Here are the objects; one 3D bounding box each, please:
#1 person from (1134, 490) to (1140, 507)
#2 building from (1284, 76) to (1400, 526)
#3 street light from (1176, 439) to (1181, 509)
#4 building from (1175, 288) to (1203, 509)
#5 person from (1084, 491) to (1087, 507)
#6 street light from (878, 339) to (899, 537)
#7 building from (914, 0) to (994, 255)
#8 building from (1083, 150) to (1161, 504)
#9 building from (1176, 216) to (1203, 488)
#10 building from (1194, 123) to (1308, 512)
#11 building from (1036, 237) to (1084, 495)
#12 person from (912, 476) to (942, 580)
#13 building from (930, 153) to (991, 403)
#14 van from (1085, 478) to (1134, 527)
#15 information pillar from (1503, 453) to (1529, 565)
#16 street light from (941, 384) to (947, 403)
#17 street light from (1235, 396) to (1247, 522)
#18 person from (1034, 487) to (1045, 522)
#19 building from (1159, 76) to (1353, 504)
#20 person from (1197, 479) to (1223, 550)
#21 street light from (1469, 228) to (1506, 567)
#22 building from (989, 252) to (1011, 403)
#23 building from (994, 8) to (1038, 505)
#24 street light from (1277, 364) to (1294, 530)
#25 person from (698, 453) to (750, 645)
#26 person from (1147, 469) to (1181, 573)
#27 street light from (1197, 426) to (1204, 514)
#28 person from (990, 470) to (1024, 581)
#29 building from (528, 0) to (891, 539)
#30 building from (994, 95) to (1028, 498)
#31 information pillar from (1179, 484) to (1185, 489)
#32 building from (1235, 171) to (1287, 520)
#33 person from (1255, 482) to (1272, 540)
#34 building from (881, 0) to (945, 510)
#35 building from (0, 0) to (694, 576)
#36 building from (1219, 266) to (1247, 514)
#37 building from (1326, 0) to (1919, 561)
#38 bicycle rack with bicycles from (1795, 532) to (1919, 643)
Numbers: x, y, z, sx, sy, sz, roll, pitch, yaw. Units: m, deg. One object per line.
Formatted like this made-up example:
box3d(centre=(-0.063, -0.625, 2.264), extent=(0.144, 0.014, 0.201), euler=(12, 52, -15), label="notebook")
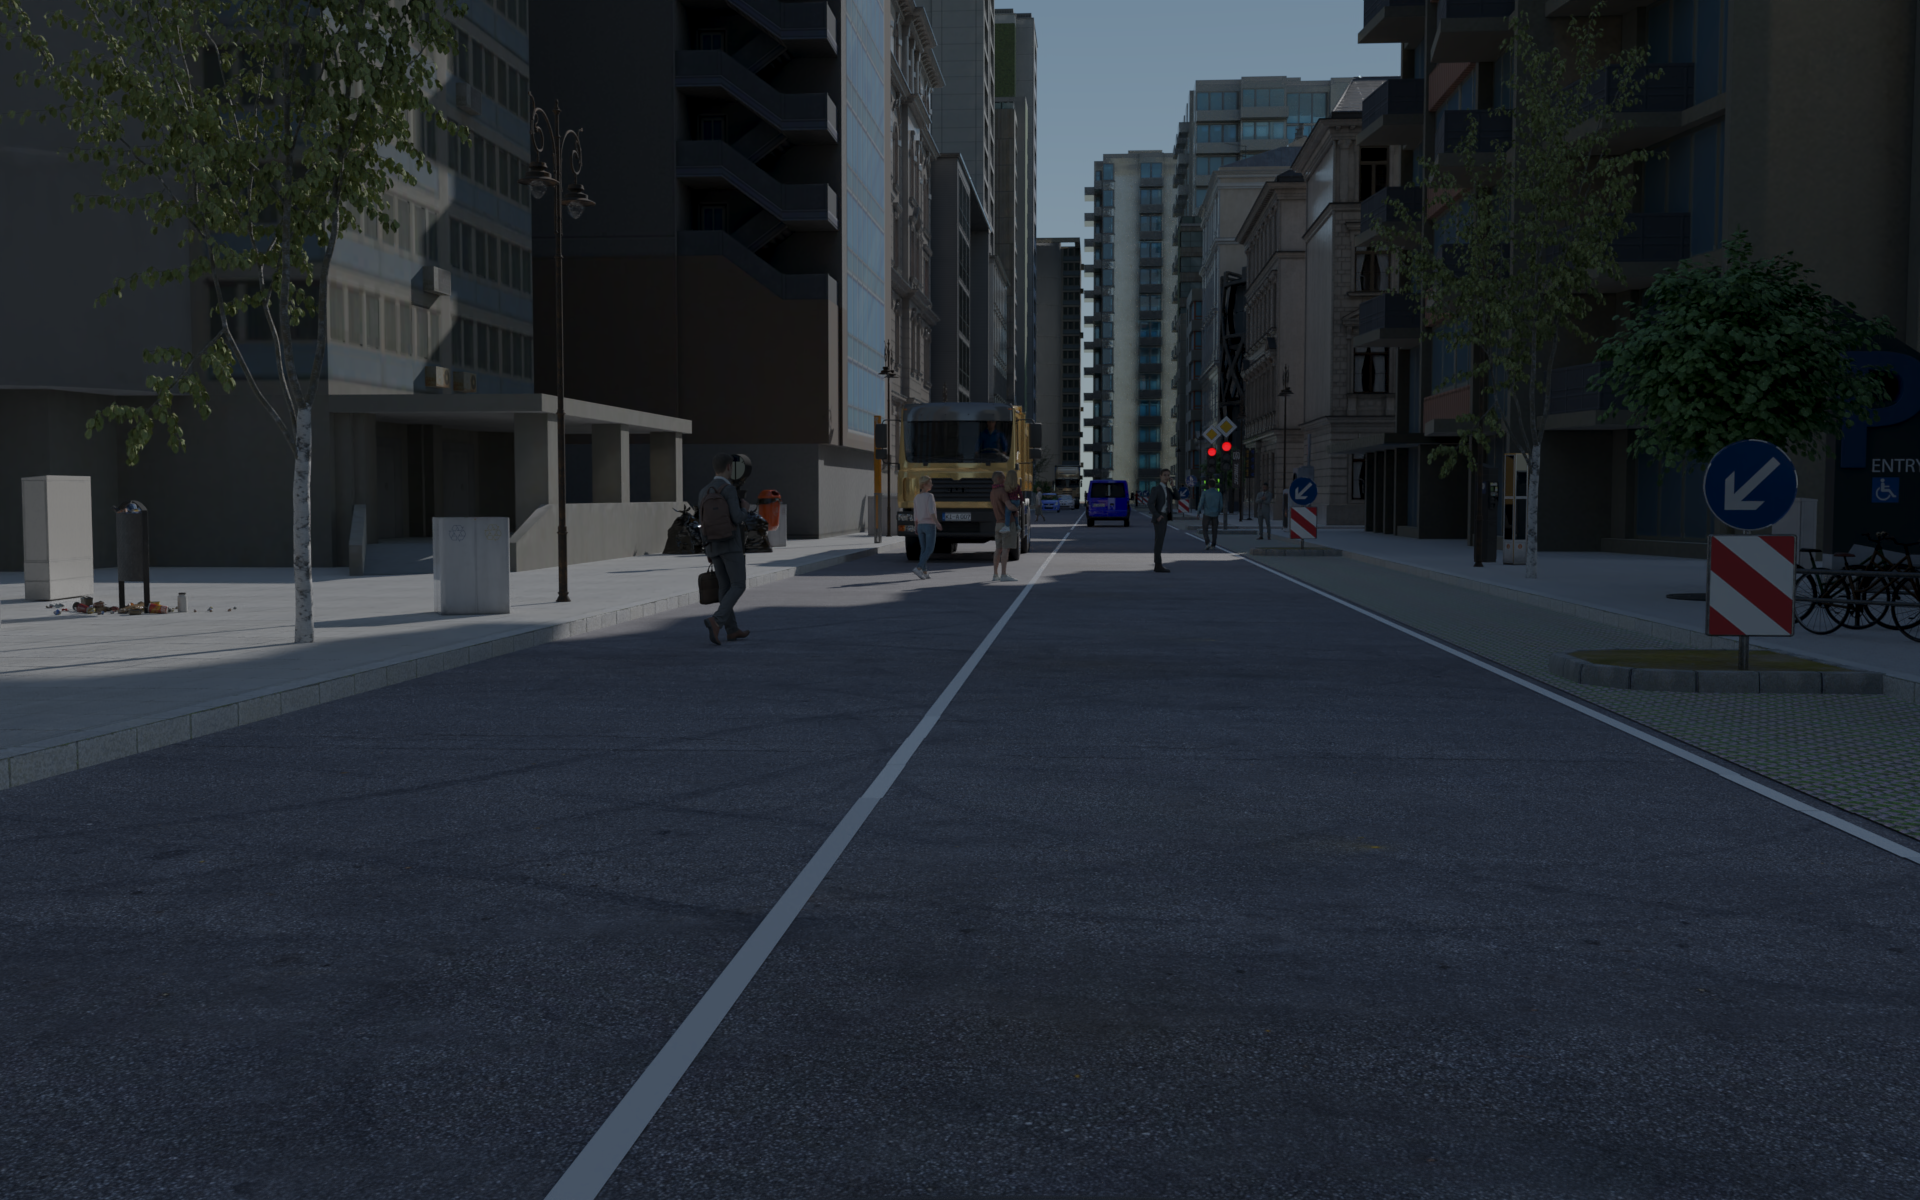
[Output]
box3d(centre=(19.763, -11.358, 194.143), extent=(0.705, 1.831, 1.348), euler=(3, 5, 43), label="person")
box3d(centre=(24.361, -12.808, 74.039), extent=(19.286, 19.102, 10.561), euler=(0, 4, 5), label="building")
box3d(centre=(18.170, -10.477, 144.084), extent=(0.468, 5.910, 1.993), euler=(0, 4, 5), label="street light")
box3d(centre=(34.381, -19.209, 159.105), extent=(27.650, 21.520, 28.899), euler=(0, 4, 5), label="building")
box3d(centre=(14.267, -11.487, 196.332), extent=(0.705, 1.822, 1.348), euler=(-1, 4, -11), label="person")
box3d(centre=(-2.131, -4.834, 51.829), extent=(0.468, 5.910, 1.993), euler=(0, 4, 5), label="street light")
box3d(centre=(-5.164, -43.885, 155.765), extent=(20.563, 71.187, 20.611), euler=(0, 4, 5), label="building")
box3d(centre=(32.456, -37.944, 239.995), extent=(30.456, 49.044, 23.786), euler=(0, 4, 5), label="building")
box3d(centre=(29.714, -25.055, 181.349), extent=(14.160, 30.474, 14.107), euler=(0, 4, 5), label="building")
box3d(centre=(25.551, -21.304, 134.228), extent=(13.634, 28.700, 20.117), euler=(0, 4, 5), label="building")
box3d(centre=(5.529, -33.896, 246.074), extent=(23.993, 40.220, 32.217), euler=(0, 4, 5), label="building")
box3d(centre=(-0.589, -1.218, 29.080), extent=(0.731, 1.740, 0.598), euler=(3, 4, 36), label="person")
box3d(centre=(-6.014, -17.846, 110.853), extent=(14.314, 24.678, 30.058), euler=(0, 4, 5), label="building")
box3d(centre=(6.633, -4.449, 77.131), extent=(2.240, 2.365, 5.245), euler=(0, 4, 6), label="van")
box3d(centre=(10.041, -1.640, 31.299), extent=(0.304, 2.012, 0.304), euler=(-1, 4, -21), label="information pillar")
box3d(centre=(-0.615, -6.024, 71.275), extent=(0.468, 5.910, 1.993), euler=(0, 4, 5), label="street light")
box3d(centre=(13.057, -6.582, 80.409), extent=(0.468, 5.910, 1.993), euler=(0, 4, 5), label="street light")
box3d(centre=(4.167, -4.986, 90.253), extent=(0.641, 1.798, 0.478), euler=(3, 4, 38), label="person")
box3d(centre=(36.258, -35.655, 202.572), extent=(23.786, 49.044, 30.456), euler=(0, 4, 5), label="building")
box3d(centre=(6.459, -2.210, 44.651), extent=(0.660, 1.820, 0.620), euler=(-1, 4, -8), label="person")
box3d(centre=(9.143, -3.521, 30.360), extent=(0.468, 5.910, 1.993), euler=(0, 4, 5), label="street light")
box3d(centre=(-1.430, -17.478, 134.915), extent=(9.793, 20.994, 18.267), euler=(0, 4, 5), label="building")
box3d(centre=(-4.853, -40.909, 210.857), extent=(28.212, 58.520, 21.231), euler=(0, 4, 5), label="building")
box3d(centre=(11.575, -5.438, 61.701), extent=(0.468, 5.910, 1.993), euler=(0, 4, 5), label="street light")
box3d(centre=(-2.299, -0.505, 16.713), extent=(0.622, 1.834, 0.822), euler=(2, 4, 32), label="person")
box3d(centre=(3.767, -1.470, 31.893), extent=(0.474, 1.900, 0.648), euler=(2, 4, 30), label="person")
box3d(centre=(15.635, -8.547, 112.534), extent=(0.468, 5.910, 1.993), euler=(0, 4, 5), label="street light")
box3d(centre=(0.752, -1.225, 28.510), extent=(0.580, 1.828, 0.573), euler=(1, 4, 16), label="person")
box3d(centre=(-10.113, -24.783, 55.308), extent=(14.200, 45.320, 14.600), euler=(0, 4, 5), label="building")
box3d(centre=(-0.561, -29.975, 173.684), extent=(14.154, 41.232, 14.086), euler=(0, 4, 5), label="building")
box3d(centre=(16.247, -7.486, 126.883), extent=(0.304, 2.012, 0.304), euler=(-1, 4, -18), label="information pillar")
box3d(centre=(20.721, -13.952, 92.743), extent=(10.561, 19.102, 19.286), euler=(0, 4, 5), label="building")
box3d(centre=(9.481, -2.777, 54.089), extent=(0.511, 1.800, 0.466), euler=(1, 4, 18), label="person")
box3d(centre=(-8.573, -18.117, 83.610), extent=(14.401, 28.519, 23.554), euler=(0, 4, 5), label="building")
box3d(centre=(-22.792, -21.011, 35.415), extent=(32.217, 40.220, 23.993), euler=(0, 4, 5), label="building")
box3d(centre=(25.813, -15.203, 116.022), extent=(16.820, 18.784, 16.811), euler=(0, 4, 5), label="building")
box3d(centre=(22.465, -23.864, 44.793), extent=(22.147, 44.769, 28.867), euler=(0, 4, 5), label="building")
box3d(centre=(8.546, -0.146, 15.765), extent=(2.852, 0.926, 2.925), euler=(-3, 4, -36), label="bicycle rack with bicycles")
